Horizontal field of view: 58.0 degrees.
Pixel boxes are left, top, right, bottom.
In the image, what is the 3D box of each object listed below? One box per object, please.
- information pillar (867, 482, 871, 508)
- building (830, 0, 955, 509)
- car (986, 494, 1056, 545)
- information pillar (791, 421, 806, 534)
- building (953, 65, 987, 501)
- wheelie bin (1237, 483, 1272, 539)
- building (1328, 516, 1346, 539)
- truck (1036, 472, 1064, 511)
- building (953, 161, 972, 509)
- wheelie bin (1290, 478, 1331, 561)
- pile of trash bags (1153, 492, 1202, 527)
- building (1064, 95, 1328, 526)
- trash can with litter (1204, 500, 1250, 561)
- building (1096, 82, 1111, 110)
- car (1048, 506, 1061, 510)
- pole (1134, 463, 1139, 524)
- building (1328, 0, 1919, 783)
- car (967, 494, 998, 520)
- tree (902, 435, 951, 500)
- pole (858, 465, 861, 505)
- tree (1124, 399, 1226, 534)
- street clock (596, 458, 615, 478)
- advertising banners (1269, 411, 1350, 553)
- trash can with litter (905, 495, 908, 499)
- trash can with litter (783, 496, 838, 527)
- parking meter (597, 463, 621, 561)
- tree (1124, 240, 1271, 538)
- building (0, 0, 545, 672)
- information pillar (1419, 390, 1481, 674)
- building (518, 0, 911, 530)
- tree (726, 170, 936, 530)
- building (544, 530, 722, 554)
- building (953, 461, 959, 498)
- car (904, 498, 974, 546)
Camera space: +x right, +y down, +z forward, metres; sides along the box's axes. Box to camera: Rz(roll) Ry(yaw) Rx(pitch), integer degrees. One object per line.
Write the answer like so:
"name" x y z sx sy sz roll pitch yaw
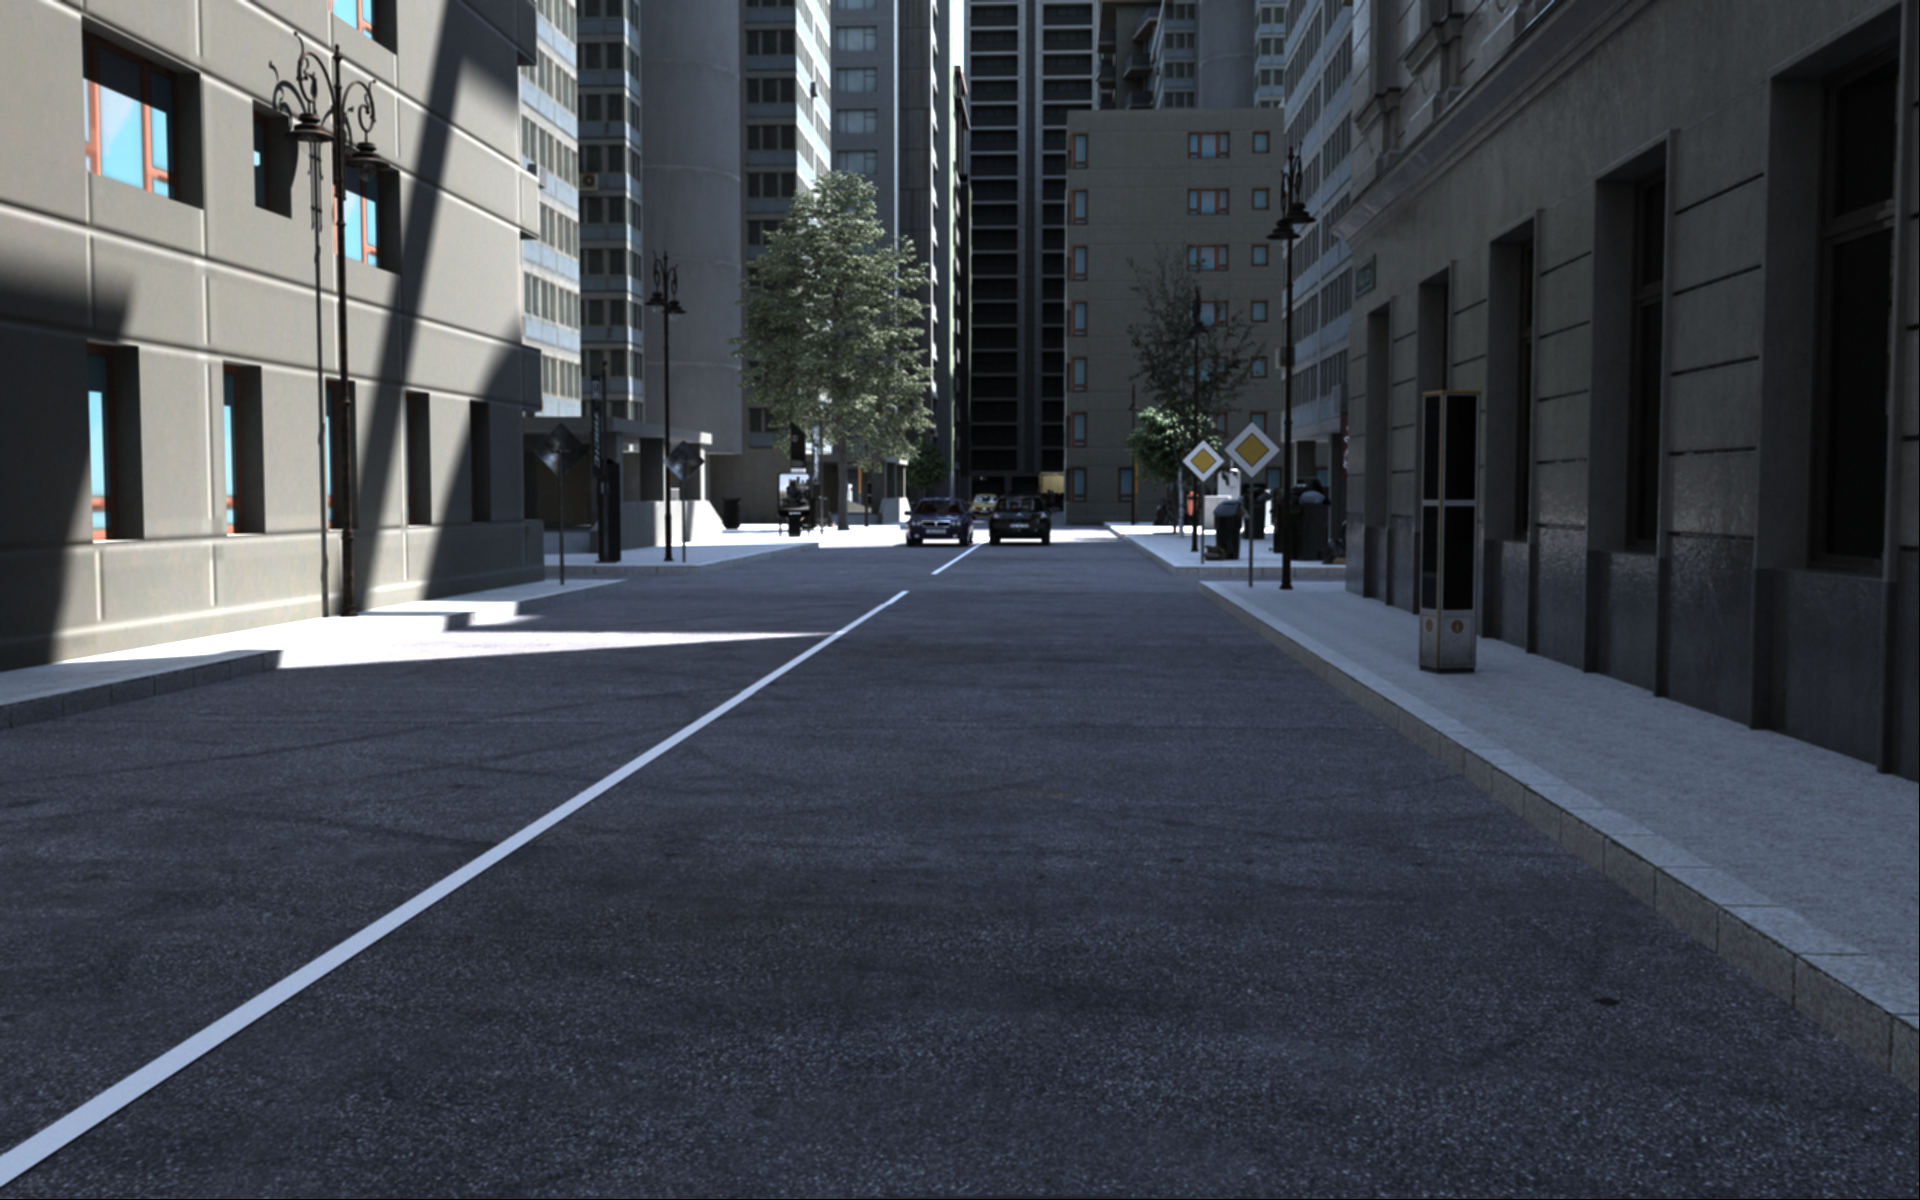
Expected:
"information pillar" -5.471 -6.129 104.708 0.304 2.012 0.304 0 4 -5
"building" -7.788 -26.356 114.520 14.154 41.232 14.086 0 4 3
"car" 1.739 -2.443 49.737 2.009 1.686 4.222 0 4 3
"information pillar" -5.201 -3.926 55.549 0.504 3.616 0.183 1 4 16
"building" -12.176 -31.709 173.068 28.867 44.769 22.147 0 4 3
"wheelie bin" 8.371 -2.523 49.157 0.980 1.594 0.693 0 4 3
"building" 21.589 -21.640 45.702 23.993 40.220 32.217 0 4 3
"truck" 8.188 -9.410 149.779 3.469 3.379 9.791 0 4 4
"building" -6.336 -23.151 150.218 14.160 30.474 14.107 0 4 3
"wheelie bin" 6.711 -1.559 33.403 0.693 1.594 0.980 -2 4 -26
"pile of trash bags" 9.008 -3.668 69.719 1.912 1.369 3.447 0 4 -7
"building" 19.445 -15.100 91.927 27.650 21.520 28.899 0 4 3
"trash can with litter" 5.168 -1.364 33.696 0.624 1.170 1.055 2 4 31
"building" 20.614 -30.018 174.385 14.154 41.232 14.086 0 4 3
"car" 8.709 -9.272 161.813 2.015 1.641 3.980 0 4 3
"pole" 7.674 -4.975 75.179 0.158 3.312 0.155 0 3 0
"building" 11.781 -13.693 0.299 17.030 29.872 44.131 0 4 3
"car" 1.455 -5.347 97.648 2.015 1.641 3.980 0 4 3
"tree" -2.197 -6.884 96.259 4.285 4.588 4.351 0 3 0
"pole" -5.618 -6.309 96.999 0.158 3.312 0.155 0 3 0
"tree" 6.987 -4.441 56.320 4.285 4.588 4.351 0 3 0
"street clock" -7.201 -1.875 35.224 0.471 2.002 0.358 -1 4 -19
"advertising banners" 7.634 -2.501 37.079 2.074 3.025 0.090 2 4 31
"trash can with litter" -3.047 -5.729 104.721 2.233 1.210 1.678 1 4 20
"trash can with litter" -5.689 -3.419 66.961 2.233 1.210 1.678 0 4 6
"parking meter" -6.697 -1.670 33.017 0.399 1.863 0.255 2 4 29
"tree" 6.523 -6.093 49.981 4.360 8.622 3.978 0 3 0
"building" -21.362 -10.214 12.043 28.899 21.520 27.650 0 4 3
"information pillar" 3.518 -0.487 12.455 0.304 2.012 0.304 -1 4 -12
"building" -18.960 -23.725 79.784 32.217 40.220 23.993 0 4 3
"tree" -4.599 -8.775 61.604 7.486 12.596 7.792 0 3 0
"building" -23.494 -21.533 43.941 32.217 40.220 23.993 0 4 3
"building" -10.493 -42.383 131.214 20.563 71.187 20.611 0 4 3
"car" -0.548 -2.205 48.638 1.945 1.354 3.894 0 4 3
